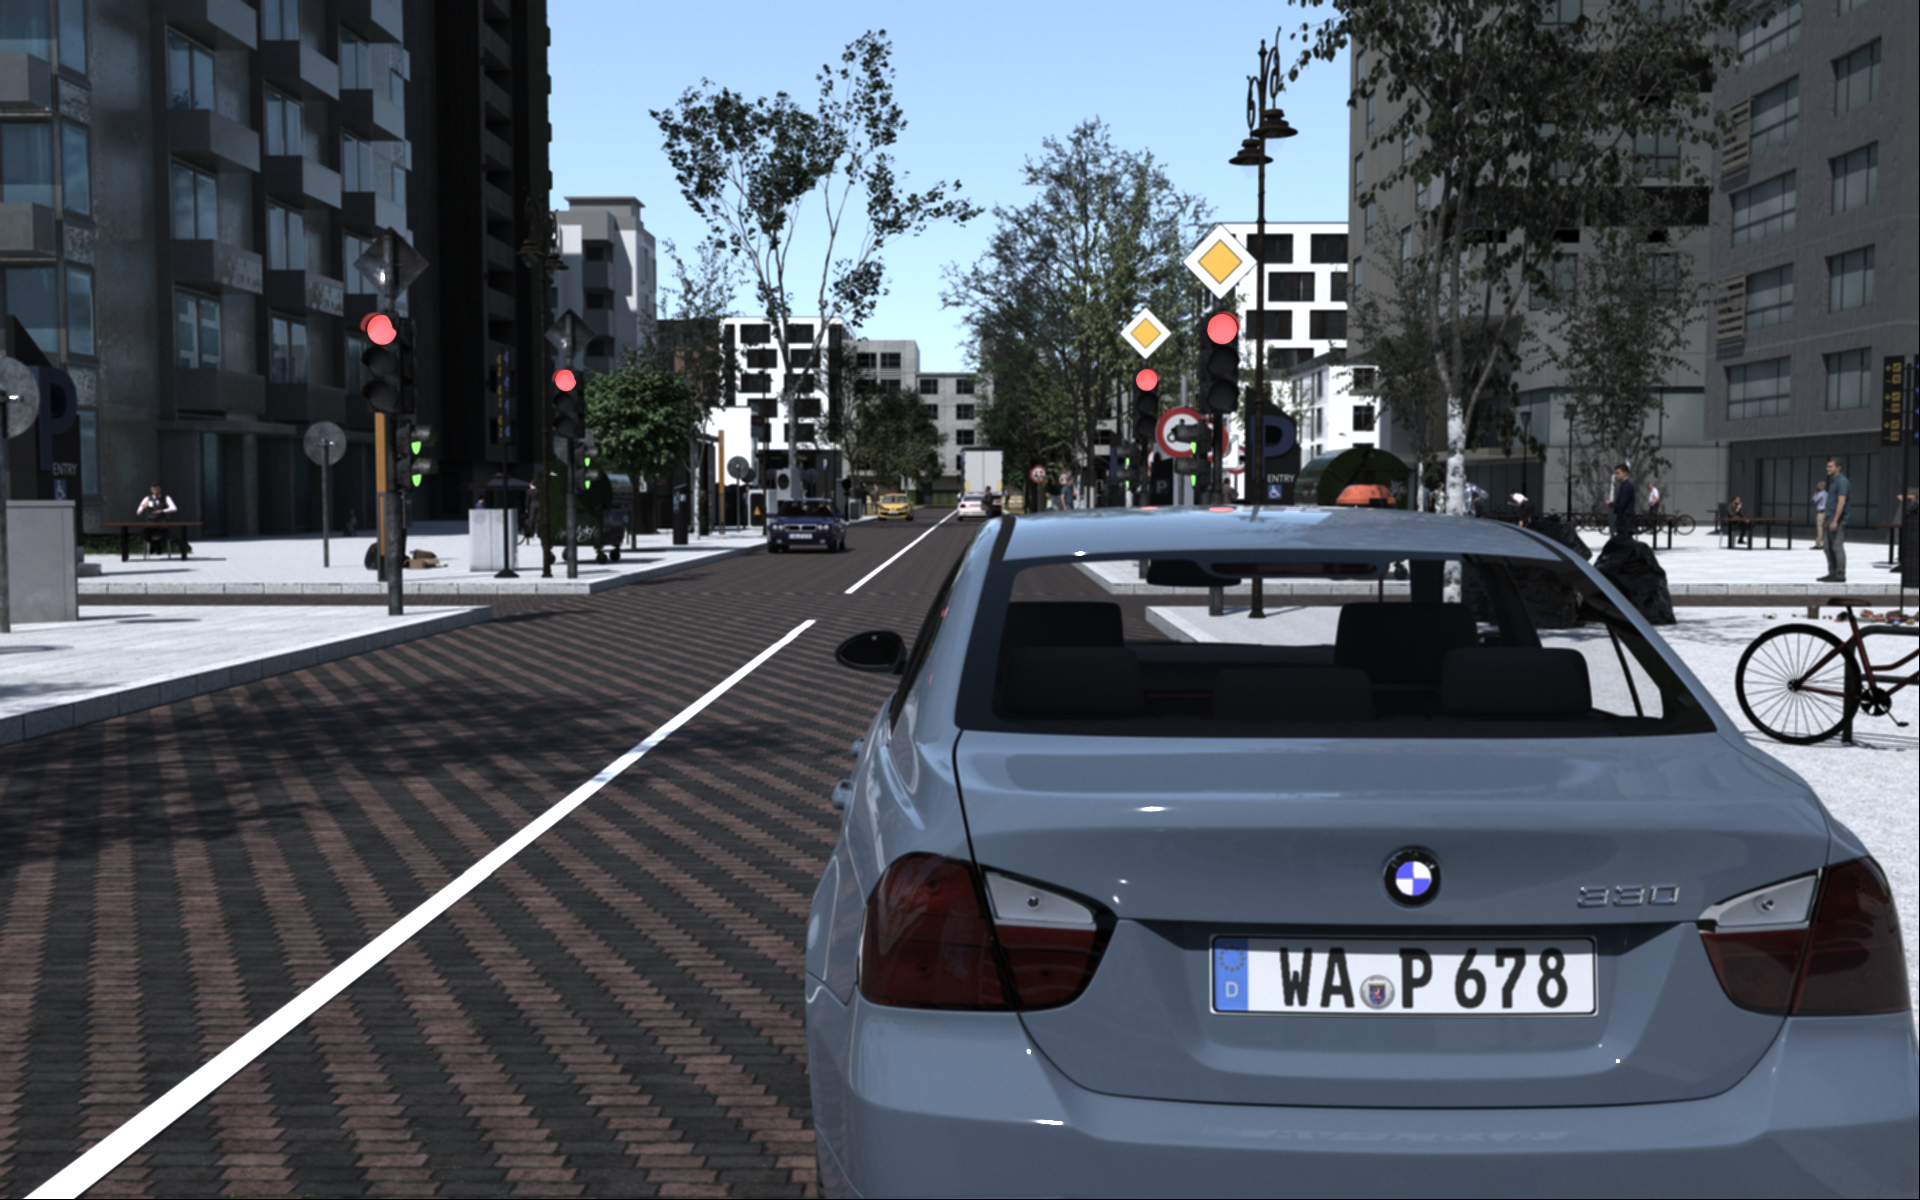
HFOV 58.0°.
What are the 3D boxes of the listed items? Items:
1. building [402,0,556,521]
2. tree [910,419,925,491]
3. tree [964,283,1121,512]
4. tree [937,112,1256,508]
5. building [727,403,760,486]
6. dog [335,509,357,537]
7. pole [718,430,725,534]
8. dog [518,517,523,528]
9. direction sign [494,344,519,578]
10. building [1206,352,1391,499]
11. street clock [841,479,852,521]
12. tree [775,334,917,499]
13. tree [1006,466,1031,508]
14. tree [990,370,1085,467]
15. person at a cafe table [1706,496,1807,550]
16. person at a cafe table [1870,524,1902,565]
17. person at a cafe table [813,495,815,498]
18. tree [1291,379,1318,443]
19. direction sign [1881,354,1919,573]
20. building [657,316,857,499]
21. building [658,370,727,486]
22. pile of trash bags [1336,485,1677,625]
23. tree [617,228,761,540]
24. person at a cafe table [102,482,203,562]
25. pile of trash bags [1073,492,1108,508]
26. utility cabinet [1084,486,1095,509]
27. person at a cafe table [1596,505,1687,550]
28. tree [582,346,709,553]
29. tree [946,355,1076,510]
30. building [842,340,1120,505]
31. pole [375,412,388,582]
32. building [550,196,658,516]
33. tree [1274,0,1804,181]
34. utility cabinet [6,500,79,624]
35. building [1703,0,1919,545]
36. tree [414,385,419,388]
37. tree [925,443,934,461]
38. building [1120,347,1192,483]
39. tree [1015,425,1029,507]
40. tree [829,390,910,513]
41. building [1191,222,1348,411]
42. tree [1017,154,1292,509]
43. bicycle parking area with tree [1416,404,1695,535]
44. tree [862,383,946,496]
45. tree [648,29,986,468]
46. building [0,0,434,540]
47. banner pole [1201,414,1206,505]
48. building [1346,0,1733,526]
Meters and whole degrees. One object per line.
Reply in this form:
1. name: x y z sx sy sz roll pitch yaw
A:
1. building: -28.984 -19.249 86.426 14.160 30.474 14.107 0 4 1
2. tree: -5.805 -10.600 123.678 4.737 8.622 4.395 0 3 0
3. tree: 4.027 -9.594 82.614 9.928 11.665 9.643 0 3 0
4. tree: 4.253 -8.964 56.925 12.009 13.543 11.850 0 3 0
5. building: -33.110 -13.348 160.381 28.070 9.664 9.099 0 4 1
6. dog: -18.605 -2.331 52.497 0.800 0.831 0.513 -3 5 -42
7. pole: -7.600 -3.753 55.211 0.158 3.312 0.155 0 3 0
8. dog: -16.803 -2.976 65.491 0.540 0.507 0.406 -2 4 -34
9. direction sign: -6.972 -2.112 26.534 0.379 3.537 0.876 -2 4 -26
10. building: 22.671 -10.667 116.548 9.099 9.664 28.070 0 4 1
11. street clock: -5.319 -4.697 81.366 0.471 2.002 0.358 -1 4 -11
12. tree: -6.219 -10.170 100.696 8.767 10.594 7.601 -3 5 -39
13. tree: 5.853 -10.977 163.179 4.285 4.588 4.351 0 3 0
14. tree: 5.816 -11.773 126.899 7.601 10.594 8.767 0 4 -8
15. person at a cafe table: 18.388 -1.803 40.338 1.698 1.238 1.726 -1 4 -13
16. person at a cafe table: 17.701 -1.407 31.525 1.698 1.524 1.622 3 5 40
17. person at a cafe table: -7.762 -5.280 97.193 1.726 1.238 1.698 -1 4 -19
18. tree: 13.868 -7.874 79.094 4.737 8.622 4.395 0 3 0
19. direction sign: 15.423 -2.216 28.235 0.379 3.537 0.876 -2 4 -27
20. building: -29.695 -22.588 213.287 32.646 21.610 27.936 0 4 1
21. building: -24.072 -11.399 128.519 9.099 9.664 28.070 0 4 1
22. pile of trash bags: 5.234 -0.454 17.168 3.447 1.369 1.912 -1 4 -21
23. tree: -7.441 -5.997 48.421 4.360 8.622 3.978 0 3 0
24. person at a cafe table: -15.586 -1.530 33.531 1.698 1.524 1.622 -1 4 -21
25. pile of trash bags: 5.740 -4.097 76.733 1.912 1.369 3.447 -2 4 -33
26. utility cabinet: 3.806 -2.578 50.826 0.318 1.500 1.173 0 4 4
27. person at a cafe table: 15.574 -1.785 40.039 1.726 1.238 1.698 -3 5 -42
28. tree: -7.216 -3.356 38.578 4.285 4.588 4.351 0 3 0
29. tree: 5.344 -13.614 139.598 9.611 12.733 9.660 0 3 0
30. building: 2.303 -20.815 206.780 31.486 18.905 16.747 0 4 1
31. pole: -8.402 -1.920 25.233 0.158 3.312 0.155 0 3 0
32. building: -27.222 -15.398 108.177 16.016 20.091 11.380 0 4 1
33. tree: 4.112 -3.852 13.345 4.360 8.622 3.978 0 3 0
34. utility cabinet: -9.374 -0.371 17.229 1.020 1.237 0.306 -3 4 -38
35. building: 29.449 -22.094 44.828 14.086 41.232 14.154 0 4 1
36. tree: -25.851 -7.612 74.827 4.360 8.622 3.978 0 3 0
37. tree: -4.890 -12.968 162.392 4.737 8.622 4.395 0 3 0
38. building: 34.366 -20.876 207.776 31.486 18.905 16.747 0 4 1
39. tree: 5.464 -13.620 173.045 4.360 8.622 3.978 0 3 0
40. tree: -6.720 -10.216 117.401 4.737 8.622 4.395 0 3 0
41. building: 33.229 -18.505 146.532 27.936 21.610 32.646 0 4 1
42. tree: 3.884 -5.350 37.842 4.737 8.622 4.395 0 3 0
43. bicycle parking area with tree: 19.480 -4.344 58.025 9.016 4.147 8.231 1 4 16
44. tree: -5.603 -16.026 179.030 9.611 12.733 9.660 0 3 0
45. tree: -5.747 -13.123 70.445 12.611 20.169 13.585 0 3 0
46. building: -31.264 -26.567 53.983 23.786 49.044 30.456 0 4 1
47. banner pole: 4.406 -2.526 31.312 0.401 3.779 0.863 0 4 6
48. building: 34.433 -30.064 80.785 28.713 52.752 27.495 0 4 1
